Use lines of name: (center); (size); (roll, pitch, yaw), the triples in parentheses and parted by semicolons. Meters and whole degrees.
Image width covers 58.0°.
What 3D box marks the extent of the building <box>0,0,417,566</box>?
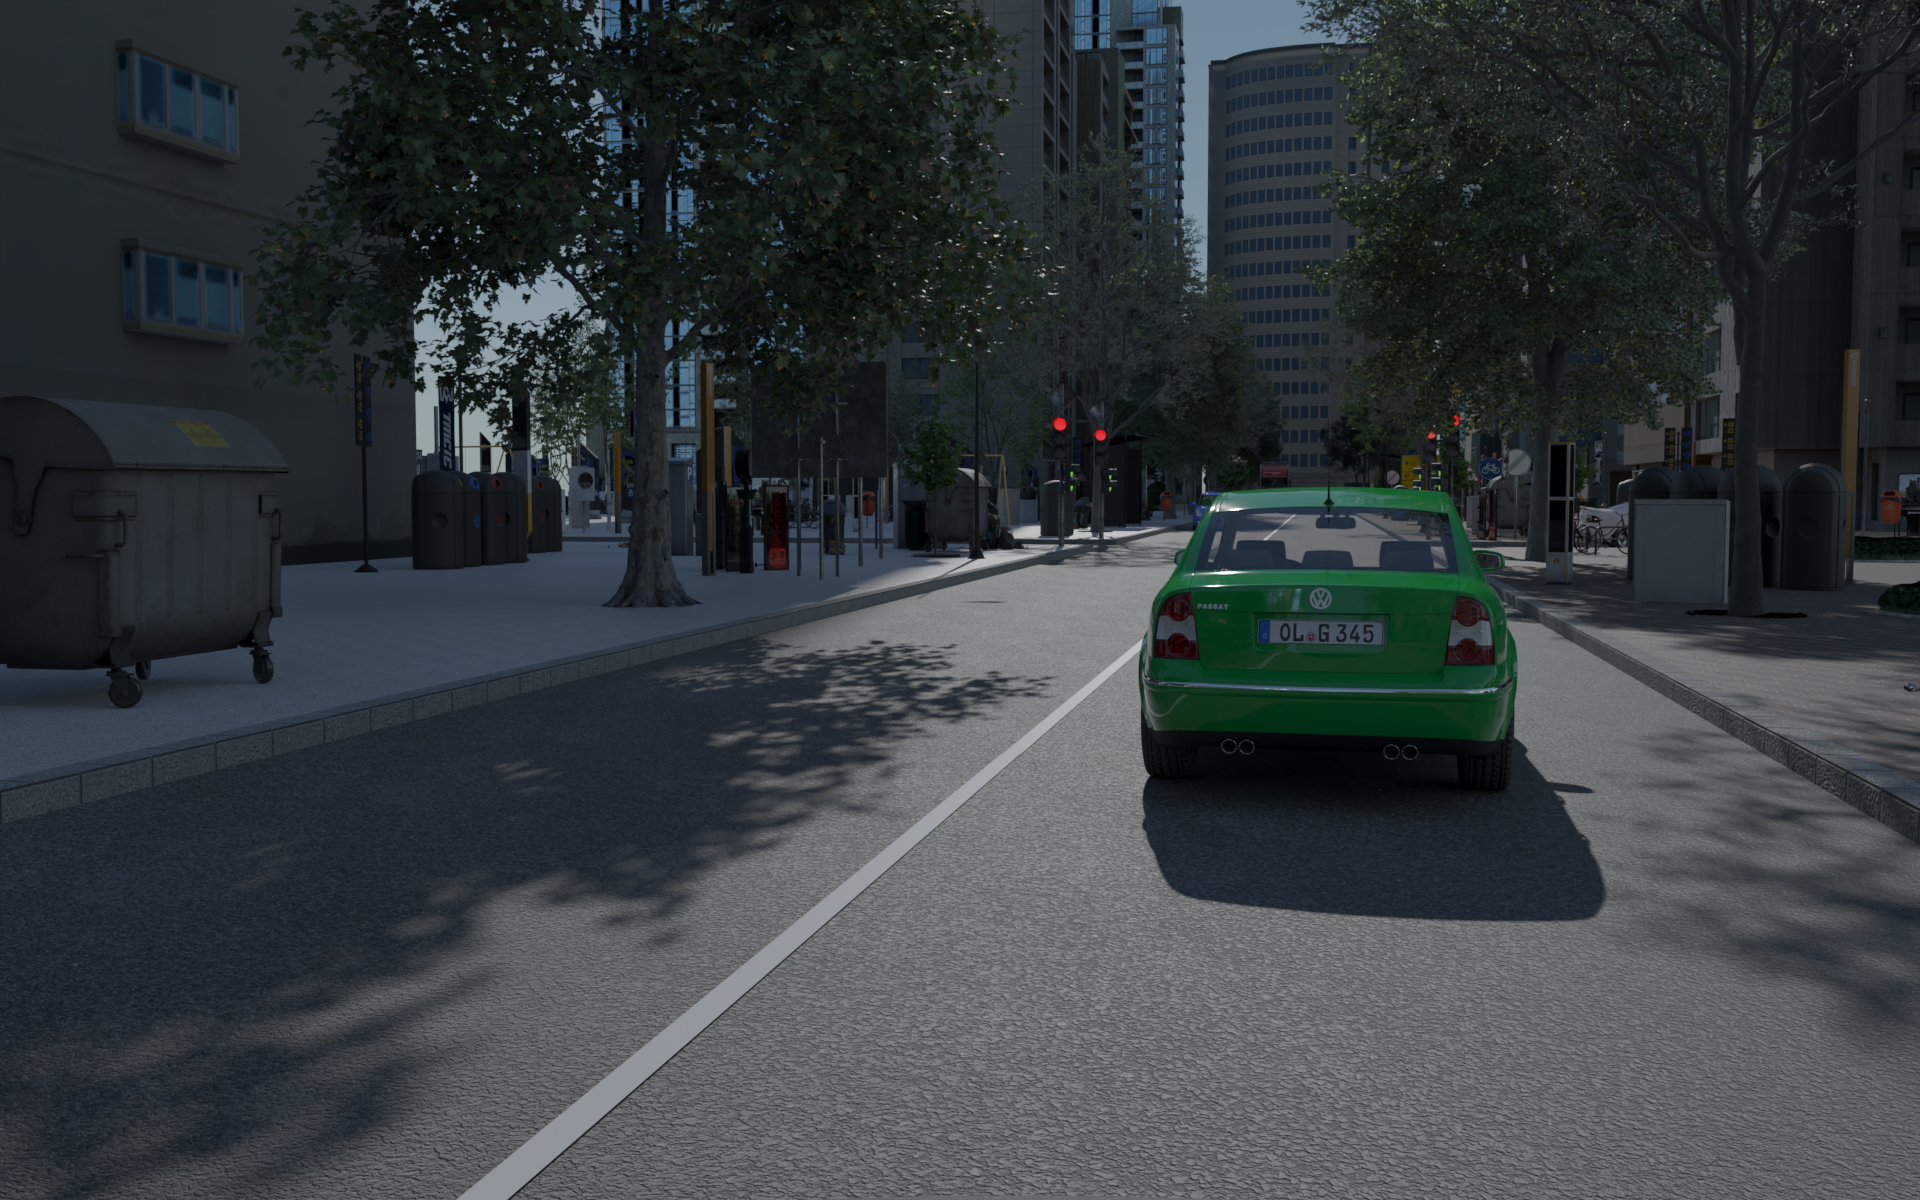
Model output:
building: (-23.552, -24.592, 25.785); (21.600, 48.544, 21.300); (1, 4, 12)

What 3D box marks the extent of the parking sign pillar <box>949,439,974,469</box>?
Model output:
parking sign pillar: (-0.025, -5.345, 75.864); (1.447, 3.967, 1.447); (-1, 4, -10)

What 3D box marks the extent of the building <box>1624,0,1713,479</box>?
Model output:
building: (37.760, -25.995, 75.125); (14.600, 45.320, 14.200); (1, 4, 12)

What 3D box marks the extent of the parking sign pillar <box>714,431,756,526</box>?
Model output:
parking sign pillar: (-8.907, -5.004, 70.295); (1.447, 3.967, 1.447); (3, 5, 41)

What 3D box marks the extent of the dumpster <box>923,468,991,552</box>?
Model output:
dumpster: (-0.076, -2.008, 38.590); (1.264, 1.857, 1.865); (1, 4, 12)

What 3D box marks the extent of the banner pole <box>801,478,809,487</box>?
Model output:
banner pole: (-7.160, -5.426, 78.729); (0.863, 3.779, 0.401); (-3, 5, -43)

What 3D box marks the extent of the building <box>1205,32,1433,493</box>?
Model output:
building: (46.451, -41.763, 224.830); (28.212, 58.520, 21.231); (1, 4, 12)

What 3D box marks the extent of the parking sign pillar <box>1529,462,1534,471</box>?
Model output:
parking sign pillar: (34.387, -7.168, 105.676); (1.447, 3.967, 1.447); (1, 4, 23)

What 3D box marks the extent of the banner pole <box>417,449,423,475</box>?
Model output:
banner pole: (-26.842, -5.824, 85.236); (0.863, 3.779, 0.401); (-2, 4, -27)

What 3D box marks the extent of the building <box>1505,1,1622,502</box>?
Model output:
building: (54.303, -36.345, 136.245); (21.231, 58.520, 28.212); (1, 4, 12)

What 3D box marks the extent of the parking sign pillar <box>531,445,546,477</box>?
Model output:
parking sign pillar: (-22.527, -6.435, 93.677); (1.447, 3.967, 1.447); (-2, 4, -24)

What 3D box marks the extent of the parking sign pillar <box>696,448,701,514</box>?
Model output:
parking sign pillar: (-10.563, -5.220, 73.821); (1.447, 3.967, 1.447); (0, 4, 5)

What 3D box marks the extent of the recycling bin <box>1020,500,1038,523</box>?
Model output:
recycling bin: (3.070, -3.968, 77.424); (0.722, 1.027, 0.722); (0, 4, -8)

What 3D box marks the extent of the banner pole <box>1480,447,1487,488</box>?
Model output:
banner pole: (27.643, -6.207, 91.493); (0.401, 3.779, 0.863); (3, 5, 41)

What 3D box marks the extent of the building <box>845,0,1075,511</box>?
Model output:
building: (0.194, -42.734, 136.956); (20.563, 71.187, 20.611); (1, 4, 12)

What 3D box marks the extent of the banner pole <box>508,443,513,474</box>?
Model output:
banner pole: (-16.562, -4.589, 65.048); (0.863, 3.779, 0.401); (-1, 4, -12)

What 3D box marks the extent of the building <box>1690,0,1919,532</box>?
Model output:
building: (35.217, -17.772, 62.270); (14.107, 30.474, 14.160); (1, 4, 12)

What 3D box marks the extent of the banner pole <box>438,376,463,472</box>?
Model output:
banner pole: (-9.527, -2.602, 32.560); (0.401, 3.779, 0.863); (1, 4, 23)

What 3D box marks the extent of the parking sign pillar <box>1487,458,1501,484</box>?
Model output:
parking sign pillar: (36.024, -7.815, 116.240); (1.447, 3.967, 1.447); (-2, 4, -25)

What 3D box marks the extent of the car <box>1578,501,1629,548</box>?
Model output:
car: (18.240, -1.936, 44.010); (4.827, 1.381, 2.083); (1, 4, 12)

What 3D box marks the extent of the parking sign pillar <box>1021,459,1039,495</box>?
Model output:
parking sign pillar: (5.098, -8.392, 125.686); (1.447, 3.967, 1.447); (-2, 4, -30)

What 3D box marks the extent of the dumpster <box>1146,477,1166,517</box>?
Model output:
dumpster: (11.202, -5.794, 97.223); (1.502, 2.255, 1.985); (1, 4, 12)

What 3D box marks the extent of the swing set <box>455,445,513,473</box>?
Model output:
swing set: (-15.894, -3.588, 56.289); (3.119, 2.851, 2.862); (2, 4, 26)

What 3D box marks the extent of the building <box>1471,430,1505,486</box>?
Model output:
building: (62.000, -52.068, 163.977); (22.319, 86.520, 31.000); (1, 4, 12)

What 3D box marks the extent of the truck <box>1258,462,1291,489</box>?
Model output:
truck: (27.841, -10.071, 153.574); (2.839, 4.237, 11.283); (1, 4, 10)

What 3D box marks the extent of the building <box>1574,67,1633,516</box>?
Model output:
building: (52.230, -24.956, 99.911); (32.217, 40.220, 23.993); (1, 4, 12)

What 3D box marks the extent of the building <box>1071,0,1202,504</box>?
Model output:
building: (16.697, -56.125, 230.322); (31.000, 86.520, 22.319); (1, 4, 12)

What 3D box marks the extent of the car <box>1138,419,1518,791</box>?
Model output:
car: (2.126, -0.066, 9.869); (1.959, 1.807, 4.718); (1, 4, 14)

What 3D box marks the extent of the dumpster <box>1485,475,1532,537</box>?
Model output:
dumpster: (16.601, -2.852, 52.393); (1.264, 1.857, 1.865); (1, 4, 12)

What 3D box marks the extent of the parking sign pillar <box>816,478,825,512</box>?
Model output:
parking sign pillar: (-9.177, -7.795, 115.914); (1.447, 3.967, 1.447); (-1, 4, -20)

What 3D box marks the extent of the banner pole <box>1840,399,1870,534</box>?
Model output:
banner pole: (23.769, -3.421, 45.958); (0.863, 3.779, 0.401); (3, 5, 44)

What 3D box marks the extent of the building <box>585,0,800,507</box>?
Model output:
building: (-24.470, -53.385, 185.519); (31.000, 86.520, 22.319); (1, 4, 12)

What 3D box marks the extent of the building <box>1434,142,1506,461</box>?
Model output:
building: (75.392, -36.735, 220.227); (30.456, 49.044, 23.786); (1, 4, 12)

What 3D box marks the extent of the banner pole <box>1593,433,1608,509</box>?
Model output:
banner pole: (26.277, -4.954, 71.023); (0.401, 3.779, 0.863); (-2, 4, -24)

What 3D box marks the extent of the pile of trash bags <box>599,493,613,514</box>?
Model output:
pile of trash bags: (-23.045, -6.165, 110.544); (1.912, 1.369, 3.447); (1, 4, 14)

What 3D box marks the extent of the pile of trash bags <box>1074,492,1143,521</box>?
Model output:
pile of trash bags: (6.514, -4.343, 80.760); (3.447, 1.369, 1.912); (1, 4, 19)

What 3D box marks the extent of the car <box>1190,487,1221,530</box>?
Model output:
car: (10.210, -3.649, 69.250); (1.945, 1.707, 3.694); (1, 4, 10)

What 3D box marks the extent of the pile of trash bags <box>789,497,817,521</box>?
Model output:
pile of trash bags: (-8.508, -4.476, 82.942); (3.447, 1.369, 1.912); (0, 4, 2)

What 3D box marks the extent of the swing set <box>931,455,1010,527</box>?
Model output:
swing set: (0.188, -4.345, 68.665); (3.119, 2.851, 2.862); (-1, 4, -10)

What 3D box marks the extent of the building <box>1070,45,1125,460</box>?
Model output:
building: (6.913, -28.860, 155.447); (14.154, 41.232, 14.086); (1, 4, 12)

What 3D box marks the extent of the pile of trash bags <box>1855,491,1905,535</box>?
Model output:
pile of trash bags: (25.635, -2.485, 50.386); (1.912, 1.369, 3.447); (-3, 4, -39)

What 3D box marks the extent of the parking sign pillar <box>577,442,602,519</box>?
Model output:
parking sign pillar: (-18.947, -6.090, 88.041); (1.447, 3.967, 1.447); (2, 4, 34)

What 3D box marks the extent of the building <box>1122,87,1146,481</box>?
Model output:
building: (5.091, -32.252, 181.937); (28.867, 44.769, 22.147); (1, 4, 12)

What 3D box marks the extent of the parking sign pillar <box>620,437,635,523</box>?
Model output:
parking sign pillar: (-14.546, -5.406, 76.857); (1.447, 3.967, 1.447); (0, 4, 2)

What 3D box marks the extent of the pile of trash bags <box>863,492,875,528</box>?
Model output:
pile of trash bags: (-2.078, -3.396, 65.284); (3.447, 1.369, 1.912); (0, 4, 6)

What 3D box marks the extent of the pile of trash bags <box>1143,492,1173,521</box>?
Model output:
pile of trash bags: (8.665, -4.540, 83.977); (3.447, 1.369, 1.912); (-1, 4, -15)
